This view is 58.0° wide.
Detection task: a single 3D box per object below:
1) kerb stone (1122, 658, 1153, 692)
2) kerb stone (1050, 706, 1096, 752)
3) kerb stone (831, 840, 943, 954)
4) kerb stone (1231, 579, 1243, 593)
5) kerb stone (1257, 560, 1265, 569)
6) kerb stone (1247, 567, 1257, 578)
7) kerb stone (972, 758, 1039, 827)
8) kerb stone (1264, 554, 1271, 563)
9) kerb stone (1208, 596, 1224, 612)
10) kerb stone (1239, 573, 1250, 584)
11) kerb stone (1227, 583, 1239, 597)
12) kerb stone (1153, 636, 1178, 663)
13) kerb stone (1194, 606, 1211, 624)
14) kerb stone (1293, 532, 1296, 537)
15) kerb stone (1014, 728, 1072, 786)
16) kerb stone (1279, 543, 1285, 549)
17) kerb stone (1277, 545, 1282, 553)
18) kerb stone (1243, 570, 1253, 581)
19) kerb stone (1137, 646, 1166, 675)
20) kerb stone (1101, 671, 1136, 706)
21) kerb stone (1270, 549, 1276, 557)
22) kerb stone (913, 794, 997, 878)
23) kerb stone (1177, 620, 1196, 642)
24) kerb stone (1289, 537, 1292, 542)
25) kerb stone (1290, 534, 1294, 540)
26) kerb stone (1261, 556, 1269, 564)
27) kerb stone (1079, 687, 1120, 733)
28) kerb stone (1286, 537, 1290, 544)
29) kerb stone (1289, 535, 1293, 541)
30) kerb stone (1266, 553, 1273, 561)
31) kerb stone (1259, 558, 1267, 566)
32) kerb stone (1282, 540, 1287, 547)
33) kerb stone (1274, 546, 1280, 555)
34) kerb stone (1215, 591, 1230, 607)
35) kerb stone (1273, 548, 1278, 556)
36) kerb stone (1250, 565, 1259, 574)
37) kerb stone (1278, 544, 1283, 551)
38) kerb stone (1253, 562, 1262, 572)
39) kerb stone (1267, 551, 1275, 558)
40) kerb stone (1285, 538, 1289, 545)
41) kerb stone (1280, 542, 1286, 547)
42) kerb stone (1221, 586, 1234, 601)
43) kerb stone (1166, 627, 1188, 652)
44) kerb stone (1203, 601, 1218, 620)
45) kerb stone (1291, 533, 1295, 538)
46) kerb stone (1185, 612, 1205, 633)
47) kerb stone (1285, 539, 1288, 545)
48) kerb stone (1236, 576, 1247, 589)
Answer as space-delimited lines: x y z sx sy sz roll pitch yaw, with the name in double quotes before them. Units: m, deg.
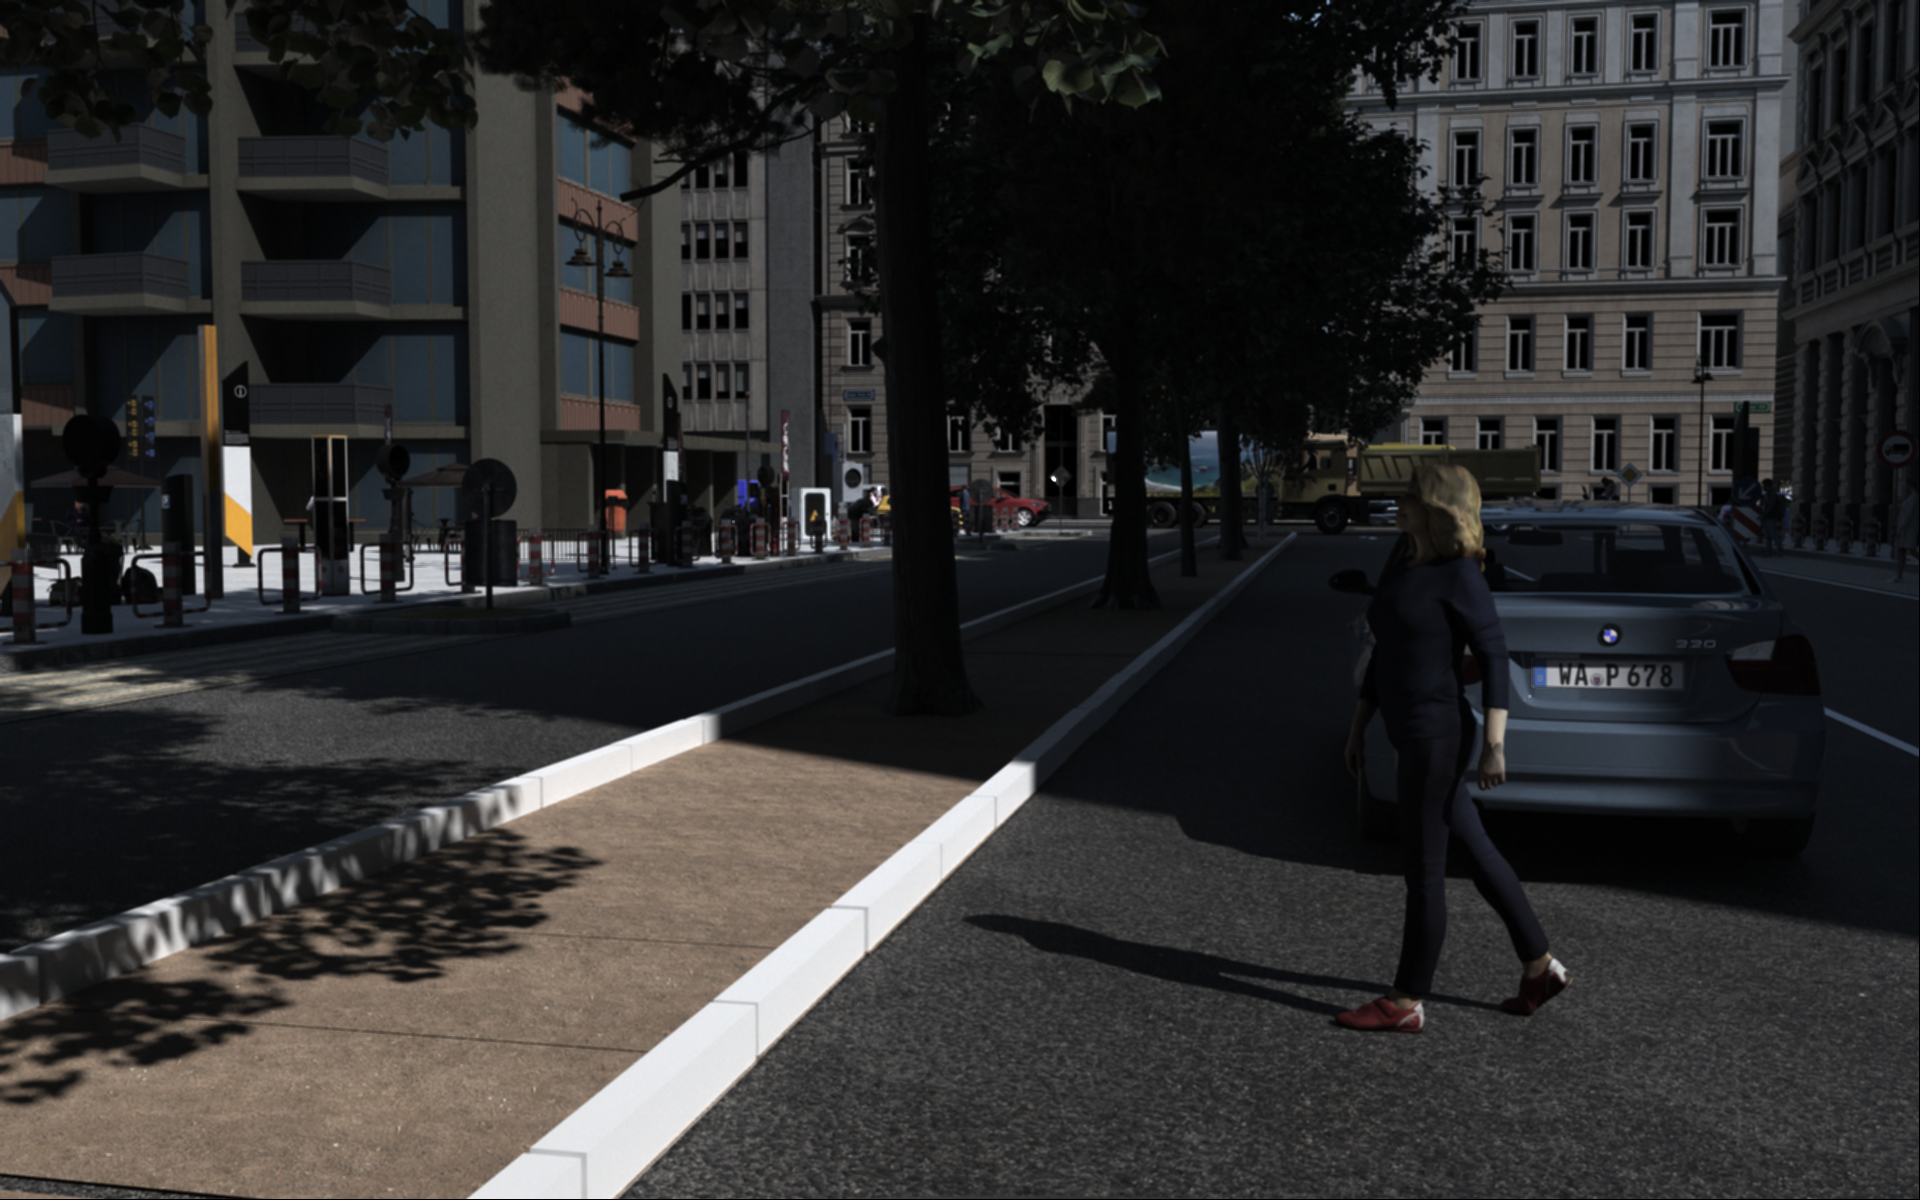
"kerb stone" 1.304 0.570 12.894 0.120 0.150 1.000 1 4 12
"kerb stone" 0.635 0.755 9.893 0.120 0.150 1.000 1 4 12
"kerb stone" -0.236 0.998 5.885 0.120 0.150 1.000 1 4 12
"kerb stone" 3.947 -0.165 24.931 0.120 0.150 1.000 1 4 12
"kerb stone" 5.488 -0.597 31.950 0.120 0.150 1.000 1 4 12
"kerb stone" 4.829 -0.413 28.944 0.120 0.150 1.000 1 4 12
"kerb stone" 0.206 0.882 7.887 0.120 0.150 1.000 1 4 12
"kerb stone" 6.141 -0.781 34.958 0.120 0.150 1.000 1 4 12
"kerb stone" 3.059 0.081 20.919 0.120 0.150 1.000 1 4 12
"kerb stone" 4.385 -0.290 26.942 0.120 0.150 1.000 1 4 12
"kerb stone" 3.726 -0.102 23.930 0.120 0.150 1.000 1 4 12
"kerb stone" 1.750 0.446 14.903 0.120 0.150 1.000 1 4 12
"kerb stone" 2.618 0.201 18.917 0.120 0.150 1.000 1 4 12
"kerb stone" 10.335 -1.945 54.063 0.120 0.150 1.000 1 4 12
"kerb stone" 0.424 0.814 8.888 0.120 0.150 1.000 1 4 12
"kerb stone" 7.921 -1.273 43.013 0.120 0.150 1.000 1 4 12
"kerb stone" 7.480 -1.150 41.003 0.120 0.150 1.000 1 4 12
"kerb stone" 4.607 -0.352 27.943 0.120 0.150 1.000 1 4 12
"kerb stone" 1.520 0.508 13.897 0.120 0.150 1.000 1 4 12
"kerb stone" 1.076 0.630 11.894 0.120 0.150 1.000 1 4 12
"kerb stone" 6.802 -0.966 37.983 0.120 0.150 1.000 1 4 12
"kerb stone" -0.018 0.941 6.887 0.120 0.150 1.000 1 4 12
"kerb stone" 2.182 0.331 16.915 0.120 0.150 1.000 1 4 12
"kerb stone" 9.243 -1.631 49.040 0.120 0.150 1.000 1 4 12
"kerb stone" 9.895 -1.827 52.061 0.120 0.150 1.000 1 4 12
"kerb stone" 5.925 -0.719 33.956 0.120 0.150 1.000 1 4 12
"kerb stone" 0.868 0.691 10.891 0.120 0.150 1.000 1 4 12
"kerb stone" 9.013 -1.578 48.041 0.120 0.150 1.000 1 4 12
"kerb stone" 9.673 -1.764 51.057 0.120 0.150 1.000 1 4 12
"kerb stone" 6.368 -0.840 35.963 0.120 0.150 1.000 1 4 12
"kerb stone" 5.707 -0.658 32.955 0.120 0.150 1.000 1 4 12
"kerb stone" 8.362 -1.396 45.023 0.120 0.150 1.000 1 4 12
"kerb stone" 7.248 -1.088 39.992 0.120 0.150 1.000 1 4 12
"kerb stone" 3.289 0.017 21.919 0.120 0.150 1.000 1 4 12
"kerb stone" 7.029 -1.027 38.990 0.120 0.150 1.000 1 4 12
"kerb stone" 5.047 -0.474 29.945 0.120 0.150 1.000 1 4 12
"kerb stone" 7.699 -1.212 42.004 0.120 0.150 1.000 1 4 12
"kerb stone" 5.262 -0.535 30.948 0.120 0.150 1.000 1 4 12
"kerb stone" 6.593 -0.904 36.975 0.120 0.150 1.000 1 4 12
"kerb stone" 8.800 -1.519 47.033 0.120 0.150 1.000 1 4 12
"kerb stone" 8.139 -1.332 44.020 0.120 0.150 1.000 1 4 12
"kerb stone" 3.506 -0.044 22.920 0.120 0.150 1.000 1 4 12
"kerb stone" 1.965 0.388 15.905 0.120 0.150 1.000 1 4 12
"kerb stone" 2.845 0.142 19.916 0.120 0.150 1.000 1 4 12
"kerb stone" 10.120 -1.888 53.061 0.120 0.150 1.000 1 4 12
"kerb stone" 2.405 0.262 17.915 0.120 0.150 1.000 1 4 12
"kerb stone" 8.572 -1.458 46.026 0.120 0.150 1.000 1 4 12
"kerb stone" 4.169 -0.228 25.931 0.120 0.150 1.000 1 4 12
